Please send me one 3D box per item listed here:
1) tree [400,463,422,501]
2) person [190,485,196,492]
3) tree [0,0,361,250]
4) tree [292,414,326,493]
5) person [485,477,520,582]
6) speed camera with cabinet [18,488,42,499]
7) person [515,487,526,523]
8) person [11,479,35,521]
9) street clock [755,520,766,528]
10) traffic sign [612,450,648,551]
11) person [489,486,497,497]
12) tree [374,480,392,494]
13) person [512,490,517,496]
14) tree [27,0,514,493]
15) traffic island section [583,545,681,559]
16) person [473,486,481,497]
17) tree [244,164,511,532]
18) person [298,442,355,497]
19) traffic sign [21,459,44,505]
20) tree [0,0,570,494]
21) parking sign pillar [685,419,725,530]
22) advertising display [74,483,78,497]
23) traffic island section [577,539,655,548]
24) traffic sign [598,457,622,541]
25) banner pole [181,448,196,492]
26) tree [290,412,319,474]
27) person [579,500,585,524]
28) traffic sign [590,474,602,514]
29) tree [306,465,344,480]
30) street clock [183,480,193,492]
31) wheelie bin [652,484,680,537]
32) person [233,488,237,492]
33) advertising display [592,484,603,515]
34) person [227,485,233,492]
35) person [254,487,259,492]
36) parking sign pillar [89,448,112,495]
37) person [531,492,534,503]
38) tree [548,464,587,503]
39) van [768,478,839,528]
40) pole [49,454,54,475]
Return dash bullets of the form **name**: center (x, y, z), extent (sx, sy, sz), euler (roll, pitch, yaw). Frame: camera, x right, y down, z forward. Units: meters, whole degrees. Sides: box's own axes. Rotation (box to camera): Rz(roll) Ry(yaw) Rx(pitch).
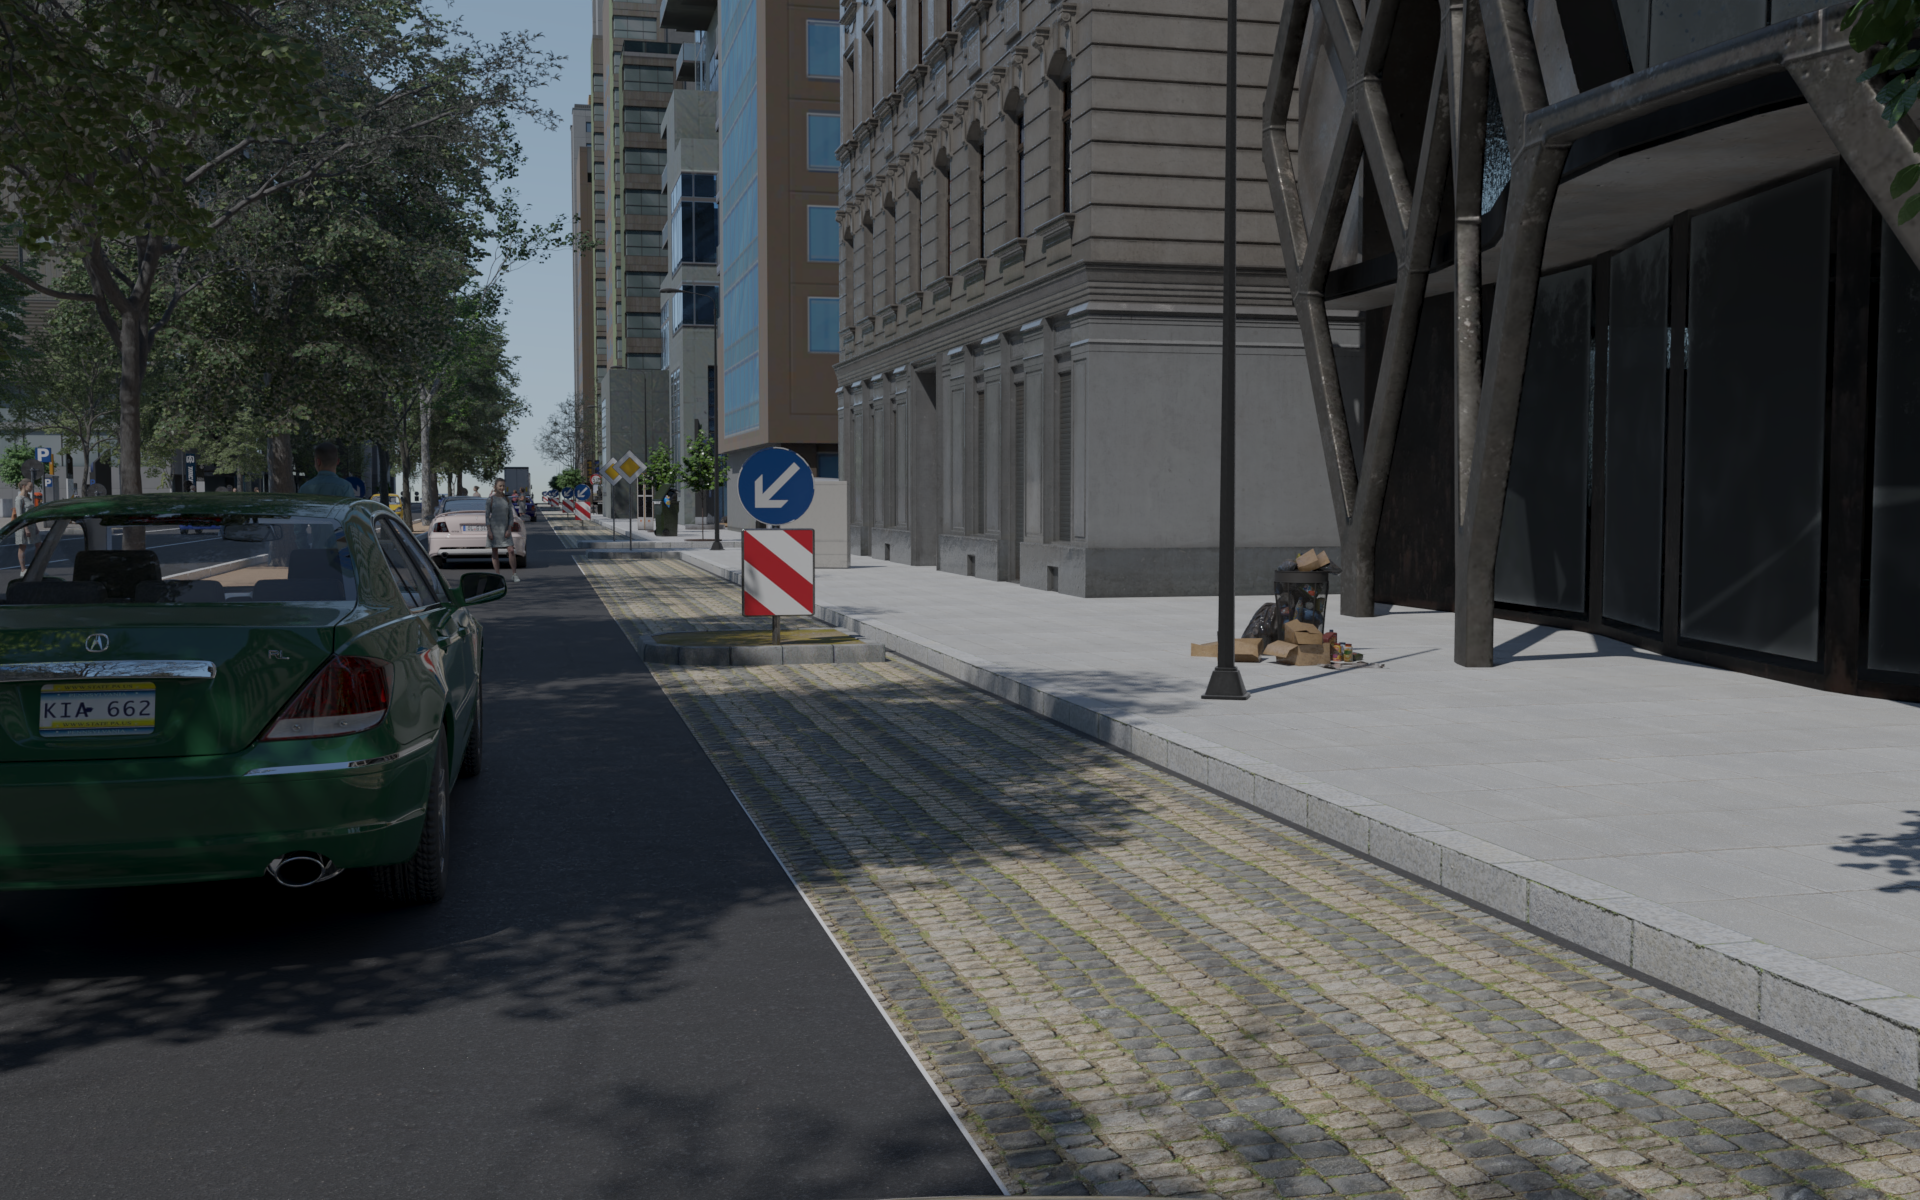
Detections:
- **tree**: center (-84.597, -19.380, 267.220), extent (4.360, 8.622, 3.978), euler (0, 3, 0)
- **person**: center (-32.827, -4.017, 74.347), extent (0.590, 1.801, 0.661), euler (-2, 4, -33)
- **tree**: center (-7.617, -5.530, 11.002), extent (7.486, 12.596, 7.792), euler (0, 3, 0)
- **tree**: center (-51.607, -11.328, 135.571), extent (4.737, 8.622, 4.395), euler (0, 3, 0)
- **person**: center (-7.497, -1.147, 28.258), extent (0.512, 1.701, 0.522), euler (-2, 4, -32)
- **speed camera with cabinet**: center (-59.844, -7.207, 112.167), extent (2.038, 3.252, 0.660), euler (0, 4, -4)
- **person**: center (-21.684, -4.685, 85.453), extent (0.532, 1.782, 0.716), euler (-1, 4, -15)
- **person**: center (-16.251, -1.263, 30.160), extent (0.522, 1.701, 0.512), euler (0, 4, -4)
- **street clock**: center (-4.218, -1.963, 36.663), extent (0.471, 2.002, 0.358), euler (-3, 4, -38)
- **traffic sign**: center (-7.487, -2.182, 39.312), extent (0.795, 2.450, 0.064), euler (-1, 4, -14)
- **person**: center (-17.619, -3.485, 66.074), extent (0.643, 1.750, 0.593), euler (3, 4, 36)
- **tree**: center (-73.244, -13.762, 219.608), extent (1.663, 3.219, 1.824), euler (0, 3, 0)
- **person**: center (-34.119, -7.540, 132.497), extent (1.217, 1.743, 0.721), euler (2, 4, 31)
- **tree**: center (-13.308, -7.623, 33.756), extent (9.857, 13.997, 8.962), euler (0, 3, 0)
- **traffic island section**: center (-7.466, -1.047, 39.395), extent (2.009, 0.180, 2.903), euler (-1, 4, -14)
- **person**: center (-20.128, -3.852, 71.822), extent (0.599, 1.781, 0.374), euler (2, 4, 32)
- **tree**: center (-18.095, -7.691, 53.962), extent (9.928, 11.665, 9.643), euler (0, 3, 0)
- **person**: center (-5.032, -0.325, 13.674), extent (0.638, 1.841, 0.748), euler (2, 4, 33)
- **traffic sign**: center (-33.510, -3.823, 62.613), extent (0.768, 2.556, 0.104), euler (-1, 4, -13)
- **tree**: center (-9.958, -6.587, 20.520), extent (12.009, 13.543, 11.850), euler (0, 3, 0)
- **parking sign pillar**: center (-9.248, -4.539, 62.691), extent (1.447, 3.967, 1.447), euler (0, 4, 5)
- **advertising display**: center (-51.511, -5.836, 100.634), extent (0.123, 1.923, 0.974), euler (0, 4, -7)
- **traffic island section**: center (-9.392, -1.521, 47.145), extent (2.009, 0.180, 2.903), euler (-1, 4, -14)
- **traffic sign**: center (-9.413, -2.656, 47.063), extent (0.795, 2.450, 0.064), euler (-1, 4, -14)
- **banner pole**: center (-41.986, -6.370, 94.169), extent (0.863, 3.779, 0.401), euler (-1, 4, -14)
- **tree**: center (-50.622, -11.035, 130.780), extent (4.360, 8.622, 3.978), euler (0, 3, 0)
- **person**: center (-18.207, -4.567, 83.745), extent (0.524, 1.755, 0.480), euler (-2, 4, -25)
- **traffic sign**: center (-22.983, -6.687, 109.440), extent (0.768, 2.556, 0.104), euler (-1, 4, -9)
- **tree**: center (-58.886, -10.820, 160.614), extent (4.285, 4.588, 4.351), euler (0, 3, 0)
- **street clock**: center (-40.819, -5.324, 91.614), extent (0.471, 2.002, 0.358), euler (-2, 4, -30)
- **wheelie bin**: center (-9.170, -2.819, 53.994), extent (0.693, 1.594, 0.980), euler (0, 4, -5)
- **person**: center (-39.843, -5.272, 95.243), extent (0.519, 1.759, 0.362), euler (-3, 5, -40)
- **advertising display**: center (-22.462, -6.296, 108.152), extent (0.974, 1.923, 0.123), euler (-2, 4, -23)
- **person**: center (-24.839, -3.016, 58.490), extent (0.598, 1.740, 0.731), euler (2, 4, 24)
- **person**: center (-38.670, -5.288, 95.202), extent (0.529, 1.795, 0.600), euler (-3, 4, -38)
- **parking sign pillar**: center (-49.559, -6.814, 99.882), extent (1.447, 3.967, 1.447), euler (1, 4, 14)
- **person**: center (-66.715, -15.932, 269.788), extent (0.445, 1.727, 0.742), euler (3, 5, 44)
- **tree**: center (-42.265, -12.521, 188.424), extent (4.285, 4.588, 4.351), euler (0, 3, 0)
- **van**: center (-2.772, -2.246, 43.739), extent (4.112, 2.044, 2.013), euler (-1, 4, -15)
- **pole**: center (-46.151, -5.763, 88.070), extent (0.158, 3.312, 0.155), euler (0, 3, 0)
